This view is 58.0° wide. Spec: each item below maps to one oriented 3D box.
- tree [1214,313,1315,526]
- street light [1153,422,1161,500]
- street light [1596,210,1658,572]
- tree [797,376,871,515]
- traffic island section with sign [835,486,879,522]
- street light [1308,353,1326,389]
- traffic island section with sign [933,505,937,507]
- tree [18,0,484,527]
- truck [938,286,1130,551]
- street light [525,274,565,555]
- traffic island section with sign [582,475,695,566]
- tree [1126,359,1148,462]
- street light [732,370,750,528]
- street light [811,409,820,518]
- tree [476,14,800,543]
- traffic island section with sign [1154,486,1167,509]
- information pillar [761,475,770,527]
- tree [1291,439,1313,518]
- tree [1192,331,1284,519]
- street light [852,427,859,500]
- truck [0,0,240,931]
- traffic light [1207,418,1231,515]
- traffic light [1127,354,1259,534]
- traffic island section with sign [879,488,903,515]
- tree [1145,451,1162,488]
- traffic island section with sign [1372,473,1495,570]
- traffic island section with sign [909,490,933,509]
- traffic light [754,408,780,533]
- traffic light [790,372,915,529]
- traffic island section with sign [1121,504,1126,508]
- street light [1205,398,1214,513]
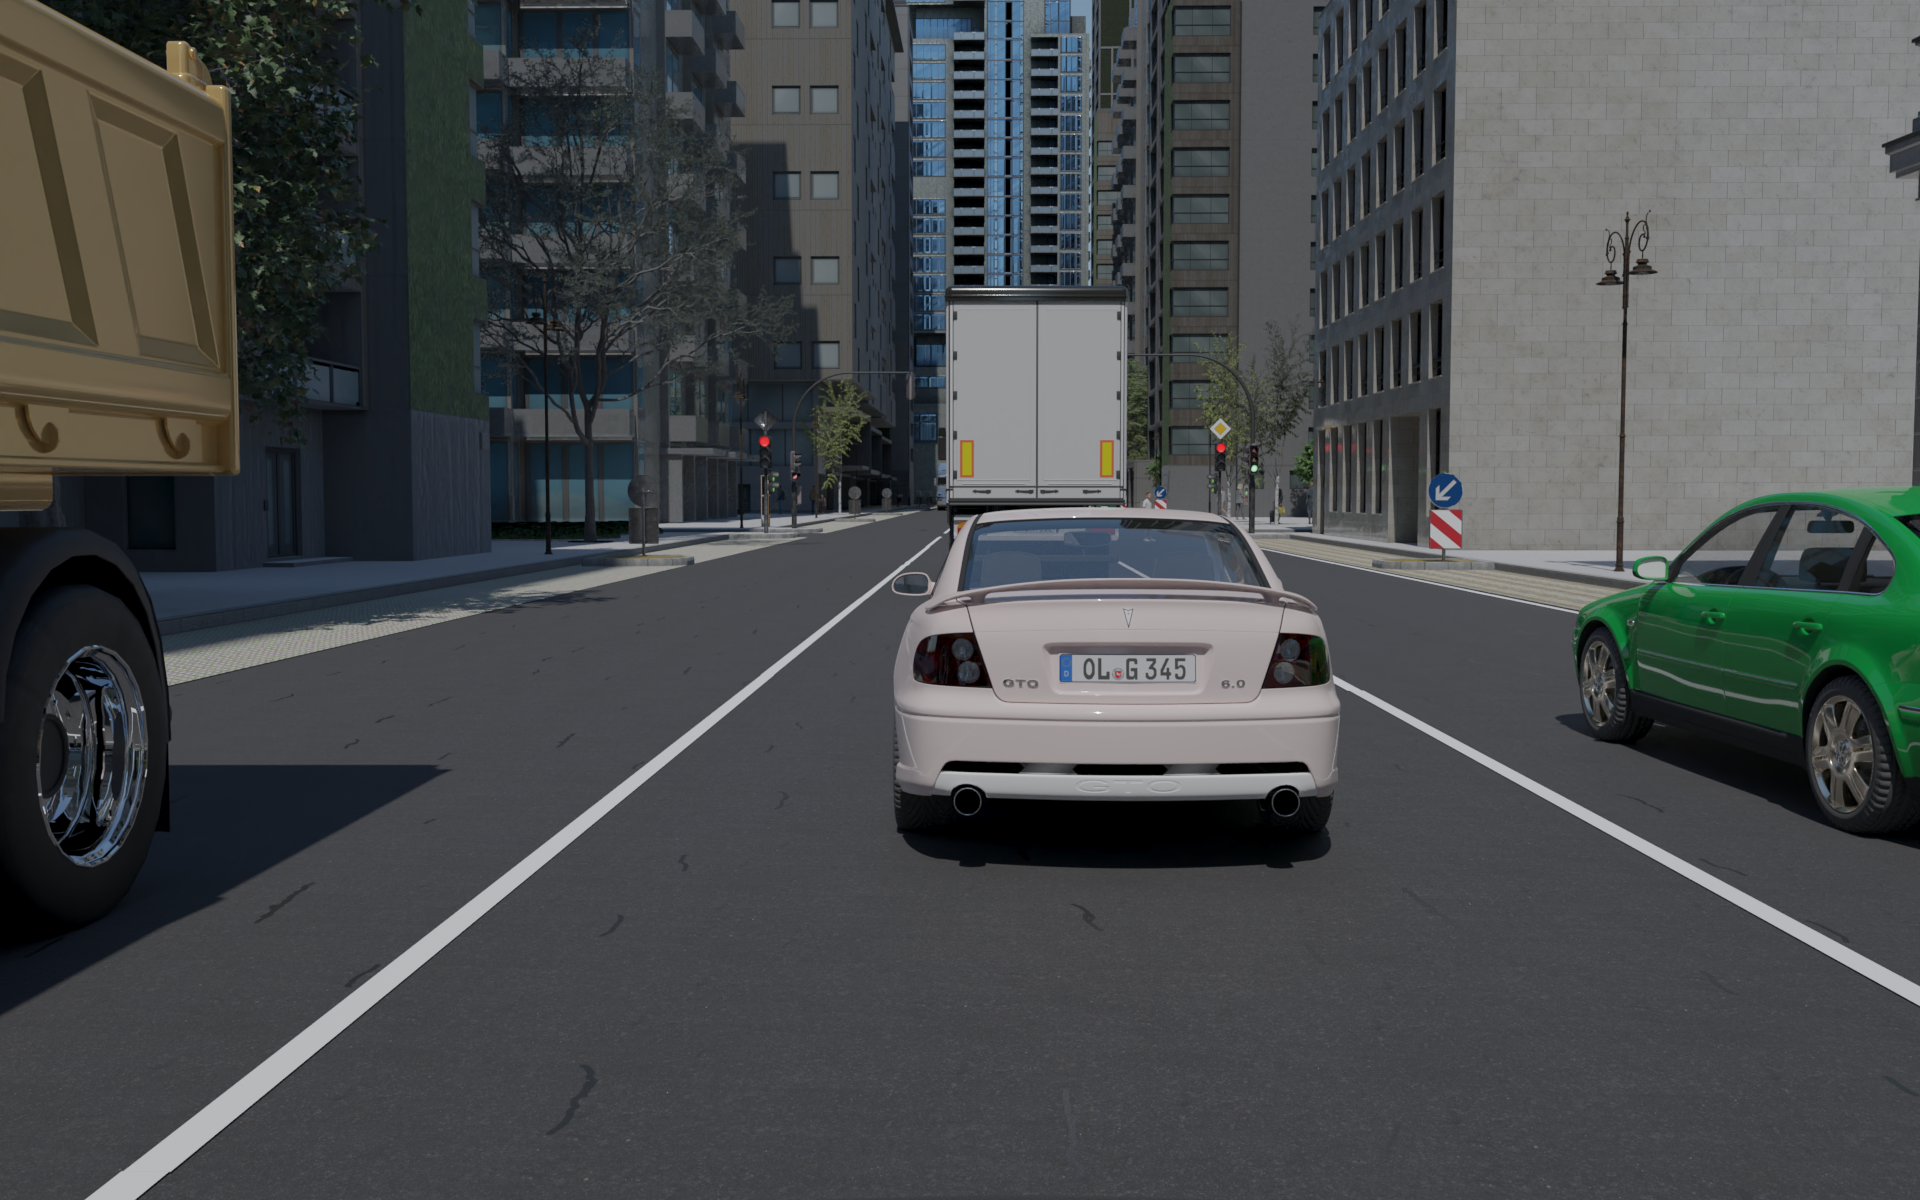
[{"bbox_3d":[12.824,-7.360,70.701,4.360,8.622,3.978,0,3,0],"label":"tree"},{"bbox_3d":[12.584,-8.451,110.960,0.468,5.910,1.993,0,4,1],"label":"street light"},{"bbox_3d":[10.914,-3.407,28.494,0.468,5.910,1.993,0,4,1],"label":"street light"},{"bbox_3d":[-7.623,-9.546,106.435,4.737,8.622,4.395,0,3,0],"label":"tree"},{"bbox_3d":[-5.376,-4.933,89.274,1.989,1.847,2.006,0,4,1],"label":"traffic island section with sign"},{"bbox_3d":[11.546,-5.069,55.669,0.468,5.910,1.993,0,4,1],"label":"street light"},{"bbox_3d":[-3.336,-11.323,193.759,1.989,1.847,2.006,0,4,1],"label":"traffic island section with sign"},{"bbox_3d":[-9.972,-6.201,18.395,9.611,12.733,9.660,0,3,0],"label":"tree"},{"bbox_3d":[1.007,-2.447,28.914,2.839,4.237,11.283,0,4,0],"label":"truck"},{"bbox_3d":[-8.751,-3.906,36.656,0.468,5.910,1.993,0,4,1],"label":"street light"},{"bbox_3d":[-6.441,-1.614,35.011,1.989,1.847,2.006,0,4,1],"label":"traffic island section with sign"},{"bbox_3d":[14.280,-13.852,144.610,7.486,12.596,7.792,0,3,0],"label":"tree"},{"bbox_3d":[-8.179,-5.622,64.713,0.468,5.910,1.993,0,4,1],"label":"street light"},{"bbox_3d":[-7.680,-7.317,92.421,0.468,5.910,1.993,0,4,1],"label":"street light"},{"bbox_3d":[-9.822,-8.254,45.318,12.009,13.543,11.850,0,3,0],"label":"tree"},{"bbox_3d":[10.137,-4.925,89.155,1.989,1.847,2.006,0,4,1],"label":"traffic island section with sign"},{"bbox_3d":[-7.580,-3.855,67.518,0.304,2.012,0.304,0,4,5],"label":"information pillar"},{"bbox_3d":[19.460,-6.681,92.940,4.285,4.588,4.351,0,3,0],"label":"tree"},{"bbox_3d":[12.224,-7.793,77.770,4.737,8.622,4.395,0,3,0],"label":"tree"},{"bbox_3d":[-7.156,-8.979,119.598,0.468,5.910,1.993,0,4,1],"label":"street light"},{"bbox_3d":[-4.098,-0.377,2.093,3.469,3.379,9.791,0,4,0],"label":"truck"},{"bbox_3d":[9.604,-4.600,64.138,0.839,4.253,0.868,0,4,1],"label":"traffic light"},{"bbox_3d":[7.355,-4.978,56.054,4.771,5.953,1.251,0,4,1],"label":"traffic light"},{"bbox_3d":[-4.854,-6.581,116.224,1.989,1.847,2.006,0,4,1],"label":"traffic island section with sign"},{"bbox_3d":[13.861,-7.991,114.370,4.285,4.588,4.351,0,3,0],"label":"tree"},{"bbox_3d":[9.040,-1.513,33.362,1.989,1.847,2.006,0,4,1],"label":"traffic island section with sign"},{"bbox_3d":[-3.861,-9.675,166.809,1.989,1.847,2.006,0,4,1],"label":"traffic island section with sign"},{"bbox_3d":[-6.311,-4.130,56.446,0.839,4.253,0.868,0,4,1],"label":"traffic light"},{"bbox_3d":[-4.061,-5.490,64.424,4.771,5.953,1.251,0,4,1],"label":"traffic light"},{"bbox_3d":[10.672,-6.574,116.104,1.989,1.847,2.006,0,4,1],"label":"traffic island section with sign"},{"bbox_3d":[12.034,-6.761,83.337,0.468,5.910,1.993,0,4,1],"label":"street light"}]
